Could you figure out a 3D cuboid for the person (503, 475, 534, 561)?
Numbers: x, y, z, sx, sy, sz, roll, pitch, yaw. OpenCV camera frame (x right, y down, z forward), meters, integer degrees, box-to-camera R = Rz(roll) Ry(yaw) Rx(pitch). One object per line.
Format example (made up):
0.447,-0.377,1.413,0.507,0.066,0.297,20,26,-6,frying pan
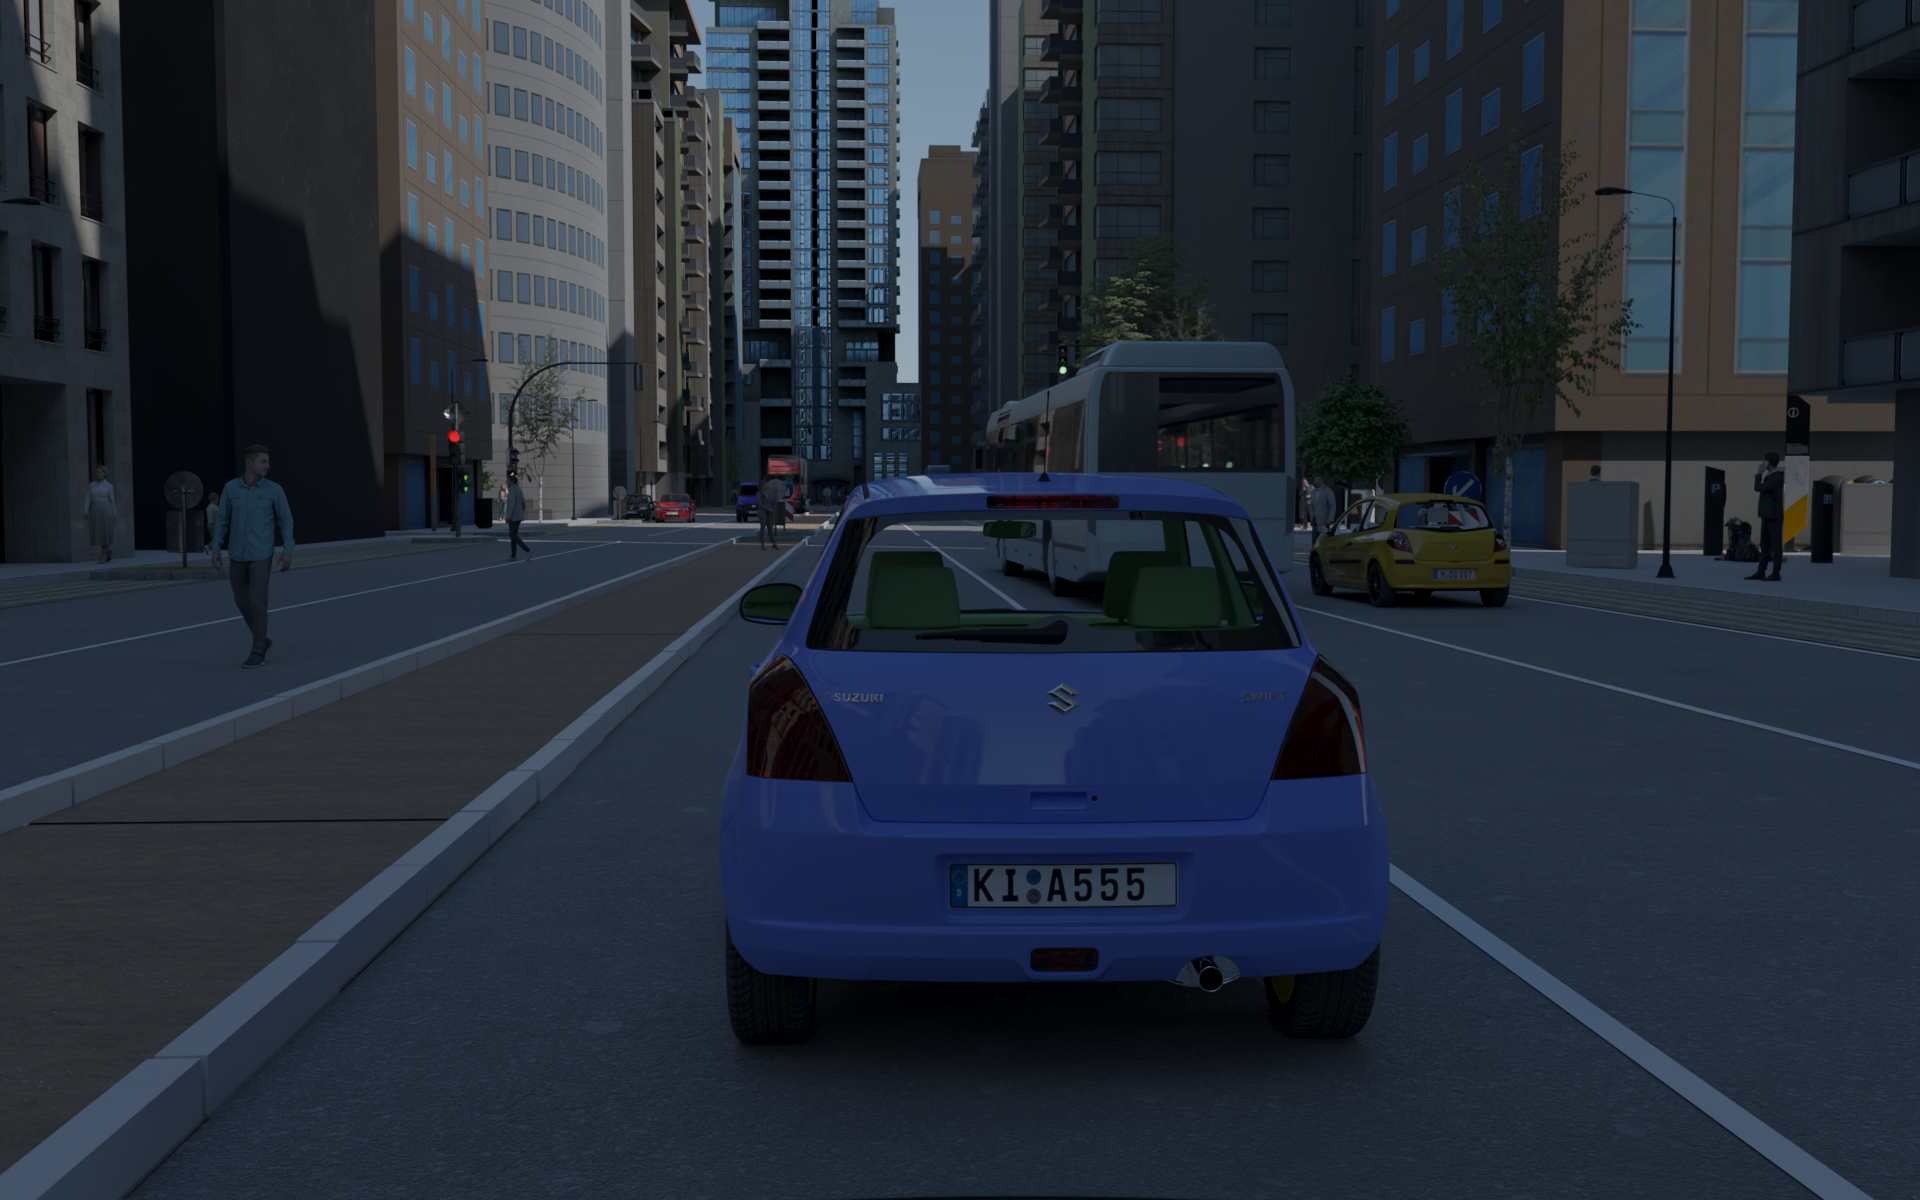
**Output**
-9.419,-1.750,36.953,0.795,1.843,0.661,1,4,10,person

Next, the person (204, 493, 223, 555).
-15.633,-1.585,36.213,0.306,1.304,0.590,1,4,14,person

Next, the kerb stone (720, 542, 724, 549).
-6.204,-1.351,44.284,0.120,0.150,1.000,0,4,-3,kerb stone

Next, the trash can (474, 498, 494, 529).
-17.668,-3.220,64.306,0.748,1.137,0.748,0,3,0,trash can

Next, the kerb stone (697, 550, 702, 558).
-5.853,-0.974,38.130,0.120,0.150,1.000,0,4,-3,kerb stone

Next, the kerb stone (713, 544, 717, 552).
-6.082,-1.225,42.220,0.120,0.150,1.000,0,4,-3,kerb stone

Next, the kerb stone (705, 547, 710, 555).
-5.971,-1.099,40.171,0.120,0.150,1.000,0,4,-3,kerb stone

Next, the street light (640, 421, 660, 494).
-19.701,-8.401,109.895,1.470,5.913,1.316,0,4,-3,street light

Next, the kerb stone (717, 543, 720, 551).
-6.151,-1.288,43.259,0.120,0.150,1.000,0,4,-3,kerb stone

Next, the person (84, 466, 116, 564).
-15.830,-1.572,31.974,0.478,1.798,0.641,0,4,5,person

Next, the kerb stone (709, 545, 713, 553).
-6.030,-1.162,41.197,0.120,0.150,1.000,0,4,-3,kerb stone

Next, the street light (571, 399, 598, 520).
-18.365,-6.859,84.682,1.470,5.913,1.316,0,4,-3,street light

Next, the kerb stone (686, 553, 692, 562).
-5.741,-0.846,36.080,0.120,0.150,1.000,0,4,-3,kerb stone

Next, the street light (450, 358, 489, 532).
-16.811,-5.308,59.319,1.470,5.913,1.316,0,4,-3,street light

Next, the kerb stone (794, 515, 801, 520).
-9.480,-4.827,101.126,0.120,0.150,1.000,0,4,-3,kerb stone

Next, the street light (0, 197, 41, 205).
-15.070,-3.343,27.199,1.470,5.913,1.316,0,4,-3,street light

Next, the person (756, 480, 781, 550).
-4.879,-2.162,44.115,0.573,1.790,0.520,0,4,5,person

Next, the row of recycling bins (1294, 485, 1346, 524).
15.321,-4.164,75.188,3.534,1.692,1.069,-2,4,-30,row of recycling bins

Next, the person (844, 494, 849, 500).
-9.625,-8.436,149.616,0.799,1.438,0.628,-2,4,-33,person

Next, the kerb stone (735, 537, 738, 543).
-6.506,-1.661,49.397,0.120,0.150,1.000,0,4,-3,kerb stone

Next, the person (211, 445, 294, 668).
-5.876,-0.377,14.532,0.638,1.841,0.748,0,4,6,person

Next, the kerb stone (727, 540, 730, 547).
-6.321,-1.476,46.329,0.120,0.150,1.000,0,4,-3,kerb stone

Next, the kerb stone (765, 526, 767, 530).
-7.355,-2.572,64.240,0.120,0.150,1.000,0,4,-3,kerb stone

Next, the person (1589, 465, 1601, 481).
12.019,-1.637,32.764,0.622,1.834,0.822,3,5,43,person

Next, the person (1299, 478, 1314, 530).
12.474,-3.442,62.128,0.655,1.846,0.447,2,4,31,person

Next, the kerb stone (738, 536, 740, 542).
-6.569,-1.724,50.425,0.120,0.150,1.000,0,4,-3,kerb stone

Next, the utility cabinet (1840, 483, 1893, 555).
18.892,-1.660,35.825,1.173,1.500,0.318,1,4,19,utility cabinet

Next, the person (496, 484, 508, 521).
-21.457,-4.560,81.186,0.593,1.750,0.643,0,4,-5,person

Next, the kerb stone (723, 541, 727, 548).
-6.264,-1.412,45.307,0.120,0.150,1.000,0,4,-3,kerb stone

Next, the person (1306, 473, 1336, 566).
7.246,-1.599,34.490,0.795,1.843,0.661,-2,4,-33,person

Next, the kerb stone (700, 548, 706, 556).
-5.914,-1.037,39.151,0.120,0.150,1.000,0,4,-3,kerb stone

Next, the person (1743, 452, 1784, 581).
11.914,-1.235,25.590,0.474,1.900,0.648,1,4,14,person

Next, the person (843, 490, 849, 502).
-11.503,-10.254,176.115,1.348,1.831,0.705,3,5,41,person

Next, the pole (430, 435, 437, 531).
-18.053,-4.007,59.359,0.158,3.312,0.155,0,3,0,pole

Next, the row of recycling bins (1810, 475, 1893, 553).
20.444,-1.905,38.257,3.534,1.692,1.069,-1,4,-11,row of recycling bins

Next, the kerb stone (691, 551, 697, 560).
-5.797,-0.910,37.101,0.120,0.150,1.000,0,4,-3,kerb stone

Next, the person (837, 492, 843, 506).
-14.213,-11.995,205.350,0.721,1.736,1.217,2,4,27,person

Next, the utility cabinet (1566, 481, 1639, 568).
11.150,-1.307,30.055,0.318,1.500,1.173,-3,5,-41,utility cabinet

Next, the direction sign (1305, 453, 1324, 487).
16.420,-5.402,80.315,0.876,3.537,0.379,0,4,-3,direction sign

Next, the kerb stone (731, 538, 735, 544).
-6.443,-1.593,48.370,0.120,0.150,1.000,0,4,-3,kerb stone

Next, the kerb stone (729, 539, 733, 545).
-6.380,-1.537,47.350,0.120,0.150,1.000,0,4,-3,kerb stone

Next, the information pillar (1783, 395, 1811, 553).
18.241,-2.841,37.799,0.504,3.616,0.183,1,4,21,information pillar

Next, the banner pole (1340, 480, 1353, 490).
17.773,-5.472,79.483,0.863,3.779,0.401,-1,4,-11,banner pole

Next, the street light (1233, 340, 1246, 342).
8.906,-4.892,52.517,1.470,5.913,1.316,0,4,-3,street light

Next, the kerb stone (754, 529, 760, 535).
-7.241,-2.446,62.189,0.120,0.150,1.000,0,4,-3,kerb stone

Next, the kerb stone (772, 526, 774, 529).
-7.653,-2.885,69.371,0.120,0.150,1.000,0,4,-3,kerb stone

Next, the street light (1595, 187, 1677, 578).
10.287,-3.292,26.368,1.470,5.913,1.316,0,4,-3,street light
